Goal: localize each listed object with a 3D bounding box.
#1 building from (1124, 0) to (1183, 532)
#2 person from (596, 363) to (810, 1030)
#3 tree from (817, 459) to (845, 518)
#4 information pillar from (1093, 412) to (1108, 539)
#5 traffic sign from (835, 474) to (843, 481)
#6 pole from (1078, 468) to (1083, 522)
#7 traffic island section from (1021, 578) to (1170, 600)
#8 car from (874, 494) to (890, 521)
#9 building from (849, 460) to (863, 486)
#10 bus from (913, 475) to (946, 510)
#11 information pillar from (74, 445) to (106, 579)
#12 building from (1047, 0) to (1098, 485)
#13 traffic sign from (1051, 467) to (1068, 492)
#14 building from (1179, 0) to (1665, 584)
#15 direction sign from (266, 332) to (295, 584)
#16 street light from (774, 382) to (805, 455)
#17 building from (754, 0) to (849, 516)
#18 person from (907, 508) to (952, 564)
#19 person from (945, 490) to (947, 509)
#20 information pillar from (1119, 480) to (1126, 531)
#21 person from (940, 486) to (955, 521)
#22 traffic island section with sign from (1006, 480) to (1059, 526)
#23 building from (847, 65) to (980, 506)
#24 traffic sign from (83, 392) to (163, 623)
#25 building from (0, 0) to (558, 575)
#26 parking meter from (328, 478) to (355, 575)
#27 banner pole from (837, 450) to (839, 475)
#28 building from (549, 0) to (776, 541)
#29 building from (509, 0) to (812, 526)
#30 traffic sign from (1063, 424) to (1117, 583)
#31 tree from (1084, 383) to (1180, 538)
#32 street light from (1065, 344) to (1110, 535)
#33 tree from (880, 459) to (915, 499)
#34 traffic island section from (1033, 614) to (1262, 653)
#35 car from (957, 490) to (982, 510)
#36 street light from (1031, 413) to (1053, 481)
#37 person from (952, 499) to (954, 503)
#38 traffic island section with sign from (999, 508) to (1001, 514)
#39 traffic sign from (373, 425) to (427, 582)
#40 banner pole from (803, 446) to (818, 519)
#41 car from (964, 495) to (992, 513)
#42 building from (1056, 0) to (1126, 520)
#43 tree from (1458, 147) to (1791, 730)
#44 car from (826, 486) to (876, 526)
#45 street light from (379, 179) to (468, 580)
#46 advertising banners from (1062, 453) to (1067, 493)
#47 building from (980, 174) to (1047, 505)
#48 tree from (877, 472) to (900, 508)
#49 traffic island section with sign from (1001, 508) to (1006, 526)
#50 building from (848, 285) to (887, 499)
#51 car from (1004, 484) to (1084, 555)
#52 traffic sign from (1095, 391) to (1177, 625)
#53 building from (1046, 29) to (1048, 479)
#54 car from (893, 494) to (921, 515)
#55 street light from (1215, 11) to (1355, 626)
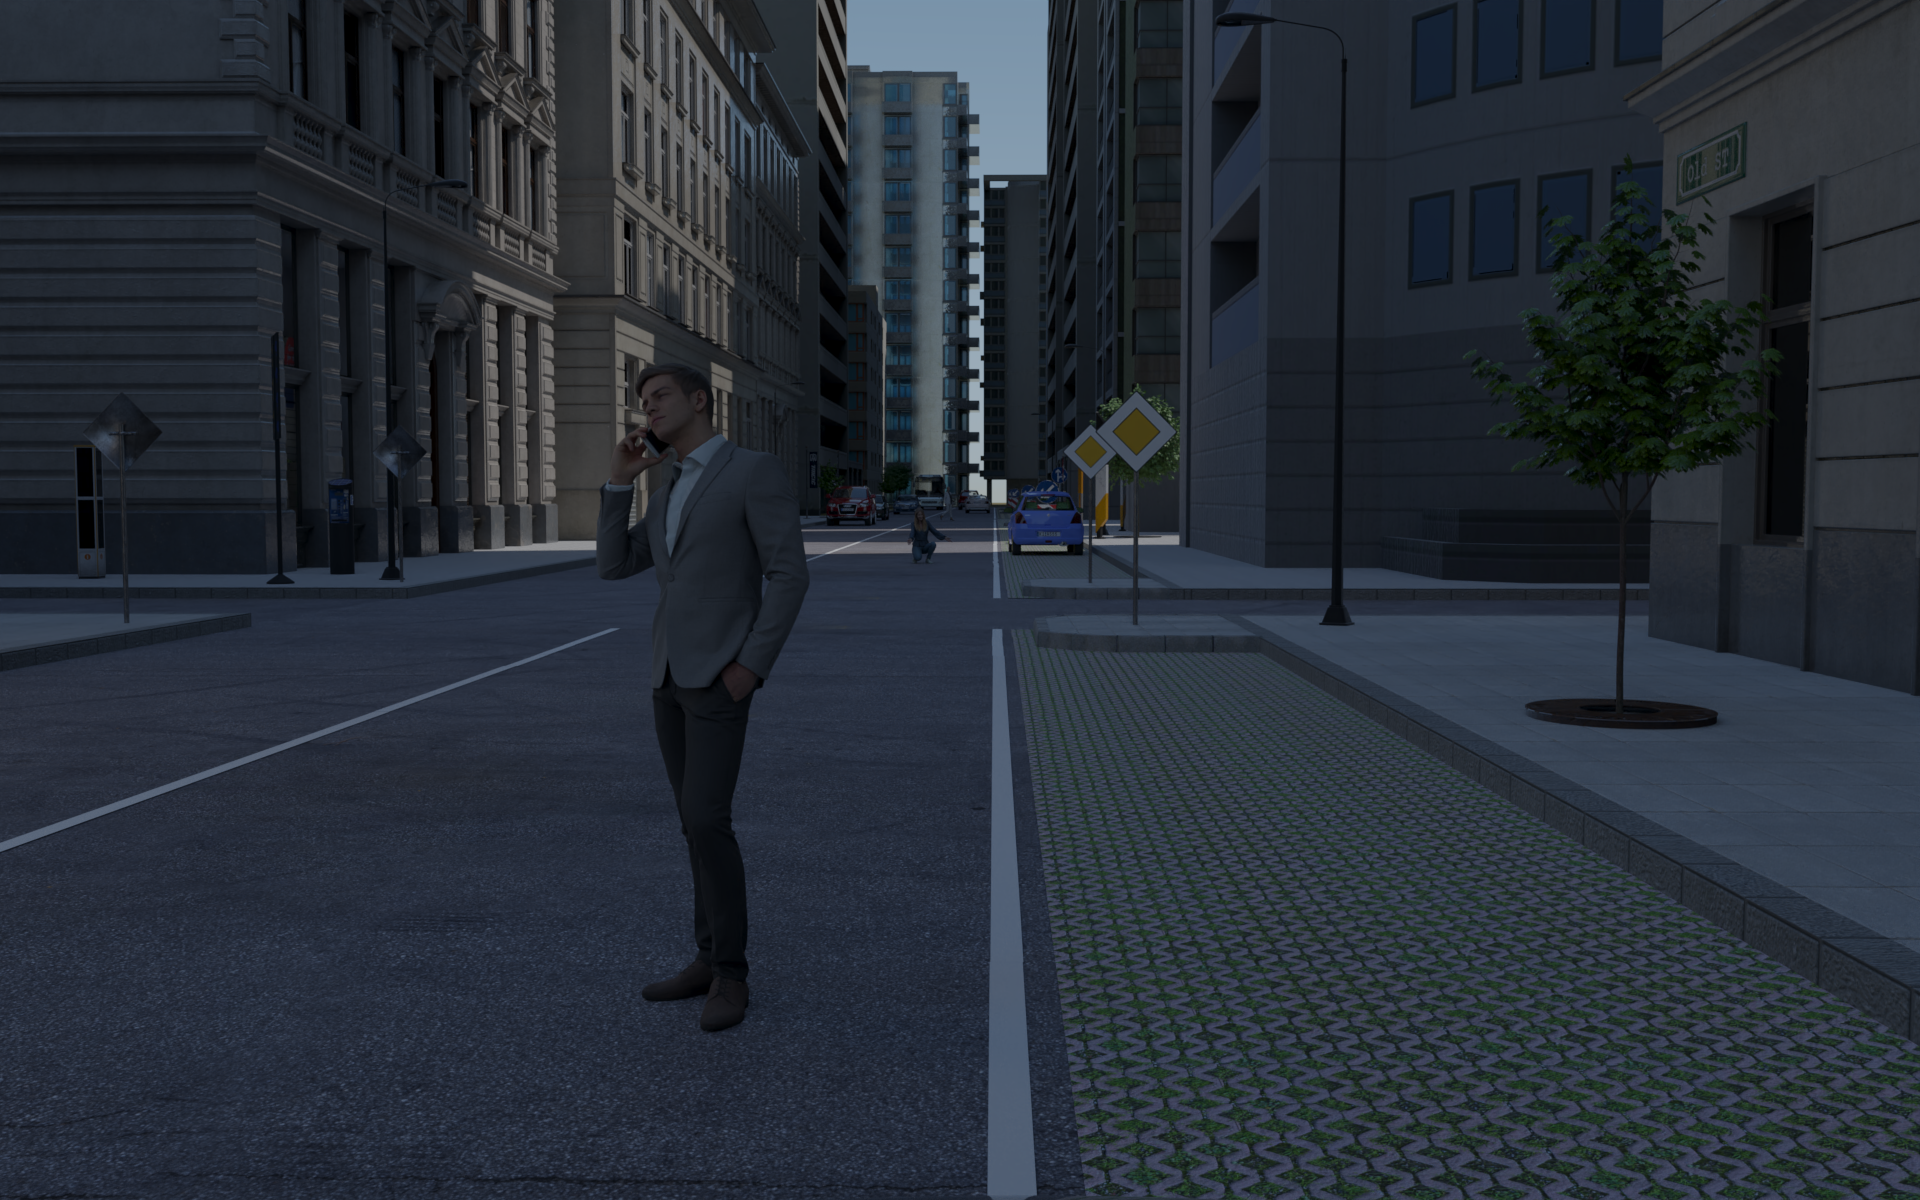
[{"bbox_3d":[12.993,-17.884,64.105,14.160,30.474,14.107,0,4,1],"label":"building"},{"bbox_3d":[-0.729,0.234,4.850,0.473,1.802,0.592,-2,4,-32],"label":"person"},{"bbox_3d":[-7.037,-6.111,94.521,1.663,3.219,1.824,0,3,0],"label":"tree"},{"bbox_3d":[4.034,-3.546,49.326,0.183,3.616,0.504,-2,4,-34],"label":"information pillar"},{"bbox_3d":[-6.820,-5.791,95.864,0.795,2.450,0.064,0,4,2],"label":"traffic sign"},{"bbox_3d":[4.999,-4.771,71.847,0.158,3.312,0.155,0,3,0],"label":"pole"},{"bbox_3d":[1.898,-0.166,24.987,2.009,0.180,2.903,0,4,1],"label":"traffic island section"},{"bbox_3d":[-4.822,-5.197,94.754,2.009,1.686,4.222,0,4,1],"label":"car"},{"bbox_3d":[-18.016,-42.390,131.330,20.563,71.187,20.611,0,4,1],"label":"building"},{"bbox_3d":[-2.749,-9.966,157.803,2.948,3.499,13.247,0,4,-1],"label":"bus"},{"bbox_3d":[-13.165,-1.328,26.212,0.304,2.012,0.304,0,4,-5],"label":"information pillar"},{"bbox_3d":[17.736,-31.190,133.665,21.300,48.544,21.600,0,4,1],"label":"building"},{"bbox_3d":[4.724,-5.024,82.248,0.768,2.556,0.104,1,4,9],"label":"traffic sign"},{"bbox_3d":[19.370,-29.998,32.460,28.212,58.520,21.231,0,4,1],"label":"building"},{"bbox_3d":[-9.718,-1.998,24.667,0.379,3.537,0.876,-2,4,-26],"label":"direction sign"},{"bbox_3d":[-7.106,-6.069,71.762,1.470,5.913,1.316,0,4,1],"label":"street light"},{"bbox_3d":[-18.716,-29.801,110.941,21.300,48.544,21.600,0,4,1],"label":"building"},{"bbox_3d":[-0.672,-1.326,35.680,1.012,1.151,0.738,-1,4,-14],"label":"person"},{"bbox_3d":[-1.302,-9.999,171.981,0.705,1.824,1.348,2,4,27],"label":"person"},{"bbox_3d":[5.635,-4.186,59.790,0.183,3.616,0.504,1,4,20],"label":"information pillar"},{"bbox_3d":[-0.685,-5.190,93.232,0.818,1.842,0.514,1,4,15],"label":"person"},{"bbox_3d":[2.400,-2.542,50.194,1.989,1.847,2.006,0,4,1],"label":"traffic island section with sign"},{"bbox_3d":[-12.991,-35.275,196.361,30.456,49.044,23.786,0,4,1],"label":"building"},{"bbox_3d":[-8.275,-0.826,17.144,0.795,2.450,0.064,0,4,1],"label":"traffic sign"},{"bbox_3d":[-15.644,-12.679,36.177,11.050,23.489,19.941,0,4,1],"label":"building"},{"bbox_3d":[-9.888,-1.179,27.686,0.372,1.533,0.369,0,3,0],"label":"parking meter"},{"bbox_3d":[-6.953,-6.644,98.646,0.401,3.779,0.863,0,4,2],"label":"banner pole"},{"bbox_3d":[-16.348,-13.938,61.166,16.112,22.955,30.059,0,4,1],"label":"building"},{"bbox_3d":[-13.867,-15.735,86.150,11.050,23.489,19.941,0,4,1],"label":"building"},{"bbox_3d":[1.874,-1.301,24.910,0.795,2.450,0.064,0,4,1],"label":"traffic sign"},{"bbox_3d":[5.237,-4.137,51.361,4.285,4.588,4.351,0,3,0],"label":"tree"},{"bbox_3d":[3.948,-4.971,53.822,1.470,5.913,1.316,0,4,1],"label":"street light"},{"bbox_3d":[-5.890,-11.016,163.821,4.285,4.588,4.351,0,3,0],"label":"tree"},{"bbox_3d":[1.740,0.323,17.004,2.009,0.180,2.903,0,4,1],"label":"traffic island section"},{"bbox_3d":[0.891,-9.085,157.220,2.281,1.827,5.304,0,4,2],"label":"car"},{"bbox_3d":[4.754,-7.751,99.272,1.470,5.913,1.316,0,4,1],"label":"street light"},{"bbox_3d":[-0.908,-8.211,146.004,1.065,1.426,0.557,3,5,40],"label":"person"},{"bbox_3d":[3.925,-7.223,126.722,1.989,1.847,2.006,0,4,1],"label":"traffic island section with sign"},{"bbox_3d":[-8.117,-1.314,25.128,0.795,2.450,0.064,0,4,1],"label":"traffic sign"},{"bbox_3d":[-7.740,-6.103,89.805,0.863,3.779,0.401,1,4,23],"label":"banner pole"},{"bbox_3d":[1.339,-7.169,129.578,2.083,1.381,4.827,0,4,1],"label":"car"},{"bbox_3d":[15.644,-39.748,88.127,20.563,71.187,20.611,0,4,1],"label":"building"},{"bbox_3d":[3.651,-0.931,9.829,1.663,3.219,1.824,0,3,0],"label":"tree"},{"bbox_3d":[-4.969,-4.341,79.647,2.281,1.827,5.304,0,4,1],"label":"car"},{"bbox_3d":[-7.964,-3.253,25.734,1.470,5.913,1.316,0,4,1],"label":"street light"},{"bbox_3d":[4.456,-4.748,73.815,0.090,3.025,2.074,0,4,-1],"label":"advertising banners"},{"bbox_3d":[14.305,-31.049,199.524,23.993,40.220,32.217,0,4,1],"label":"building"},{"bbox_3d":[-6.357,-9.927,156.902,1.663,3.219,1.824,0,3,0],"label":"tree"},{"bbox_3d":[2.941,-4.191,77.144,1.989,1.847,2.006,0,4,1],"label":"traffic island section with sign"},{"bbox_3d":[-22.142,-19.367,161.687,28.899,21.520,27.650,0,4,1],"label":"building"},{"bbox_3d":[2.026,-1.952,41.508,1.945,1.707,3.694,0,4,0],"label":"car"},{"bbox_3d":[1.717,-0.812,16.927,0.795,2.450,0.064,0,4,1],"label":"traffic sign"},{"bbox_3d":[15.719,-31.603,166.820,14.600,45.320,14.200,0,4,1],"label":"building"},{"bbox_3d":[-3.740,-6.784,122.921,2.014,1.417,4.499,0,4,3],"label":"car"},{"bbox_3d":[3.161,-2.710,16.849,1.470,5.913,1.316,0,4,1],"label":"street light"}]
